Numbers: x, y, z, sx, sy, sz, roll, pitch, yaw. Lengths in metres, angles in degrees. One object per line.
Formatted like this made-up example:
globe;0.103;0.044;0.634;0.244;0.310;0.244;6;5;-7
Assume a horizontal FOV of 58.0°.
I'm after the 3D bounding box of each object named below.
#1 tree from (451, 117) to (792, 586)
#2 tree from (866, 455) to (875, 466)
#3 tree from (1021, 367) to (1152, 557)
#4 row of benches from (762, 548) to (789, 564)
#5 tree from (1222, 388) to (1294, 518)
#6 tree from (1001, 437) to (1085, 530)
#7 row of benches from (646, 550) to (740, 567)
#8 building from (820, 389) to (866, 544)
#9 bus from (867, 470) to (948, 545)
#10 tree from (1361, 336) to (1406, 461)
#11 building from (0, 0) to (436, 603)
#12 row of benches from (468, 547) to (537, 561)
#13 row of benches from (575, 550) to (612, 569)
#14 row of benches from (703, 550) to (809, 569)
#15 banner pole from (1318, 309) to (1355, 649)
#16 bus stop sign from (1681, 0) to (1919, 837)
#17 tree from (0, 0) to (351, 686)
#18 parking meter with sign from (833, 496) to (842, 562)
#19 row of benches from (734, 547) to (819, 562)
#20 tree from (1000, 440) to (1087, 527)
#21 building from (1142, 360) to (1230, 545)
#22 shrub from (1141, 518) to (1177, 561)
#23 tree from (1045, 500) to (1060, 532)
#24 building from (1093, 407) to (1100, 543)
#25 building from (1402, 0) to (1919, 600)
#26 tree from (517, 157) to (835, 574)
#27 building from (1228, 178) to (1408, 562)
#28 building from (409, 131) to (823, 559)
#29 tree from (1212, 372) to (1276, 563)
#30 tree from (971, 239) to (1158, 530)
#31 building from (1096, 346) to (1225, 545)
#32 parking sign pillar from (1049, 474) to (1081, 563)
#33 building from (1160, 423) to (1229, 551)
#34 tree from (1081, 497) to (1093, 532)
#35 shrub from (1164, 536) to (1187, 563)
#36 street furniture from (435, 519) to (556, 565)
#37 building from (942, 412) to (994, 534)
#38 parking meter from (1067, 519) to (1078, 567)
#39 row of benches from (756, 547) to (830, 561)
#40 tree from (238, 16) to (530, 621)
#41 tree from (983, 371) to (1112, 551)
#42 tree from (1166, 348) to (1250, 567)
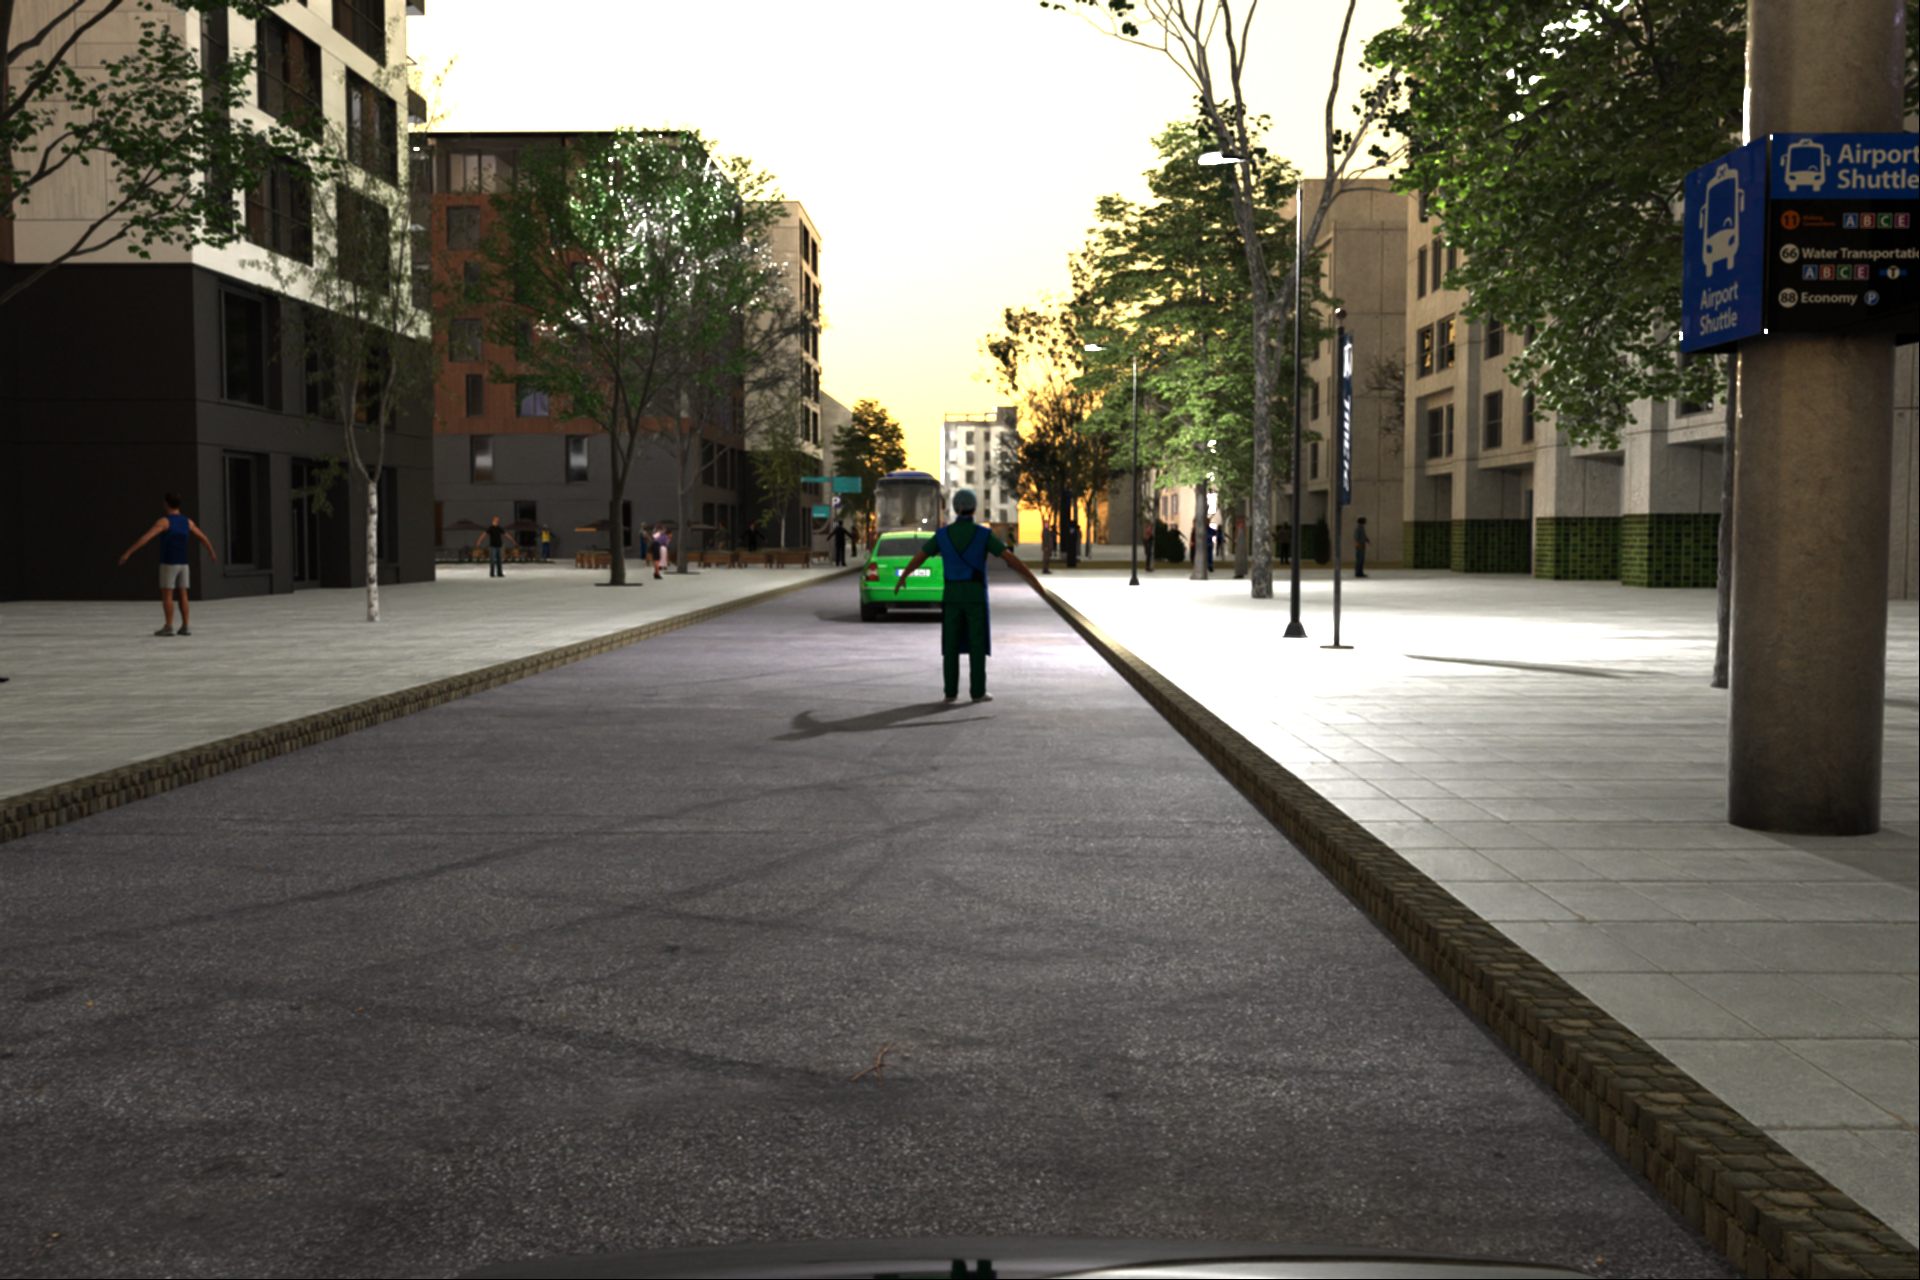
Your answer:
tree;-8.343;-7.156;42.759;9.928;11.665;9.643;0;3;0
tree;-18.181;-24.531;256.964;12.611;20.169;13.585;0;3;0
tree;7.054;-9.981;97.607;8.767;10.594;7.601;2;4;27
row of benches;-8.095;-3.689;75.775;1.422;0.672;4.104;-1;4;-16
tree;13.741;-8.064;82.204;4.360;8.622;3.978;0;3;0
tree;7.805;-13.366;152.951;8.767;10.594;7.601;0;4;-6
row of benches;-10.682;-3.257;68.709;4.104;0.672;1.422;2;4;23
building;-22.494;-24.496;231.436;19.493;23.208;18.063;0;4;1
bus;-1.900;-4.813;70.246;2.896;3.916;12.251;0;4;1
tree;22.084;-9.925;72.638;12.009;13.543;11.850;0;3;0
building;-28.482;-11.412;30.563;27.936;21.610;32.646;0;4;1
row of benches;-21.697;-4.058;81.807;4.104;0.672;1.422;2;4;32
row of benches;-13.658;-3.003;64.564;1.422;0.672;4.104;-1;4;-22
row of benches;-7.730;-3.025;64.921;4.104;0.672;1.422;1;4;11
banner pole;4.226;-1.779;19.104;0.401;3.779;0.863;0;4;1
bus stop sign;3.716;-1.133;7.535;0.837;3.901;0.837;0;4;0
tree;-8.606;-5.414;14.274;9.928;11.665;9.643;0;3;0
parking meter with sign;-5.702;-5.153;80.516;0.543;3.016;1.738;0;4;1
row of benches;-8.581;-3.968;80.341;4.104;0.672;1.422;0;4;-5
tree;7.959;-13.969;162.811;8.767;10.594;7.601;0;4;3
building;25.732;-20.717;195.141;16.016;20.090;11.380;0;4;0
shrub;9.370;-4.712;81.453;1.690;2.028;1.600;0;3;0
tree;15.330;-18.869;258.875;4.360;8.622;3.978;0;3;0
building;27.391;-22.462;233.715;16.747;18.905;31.486;0;4;1
building;24.803;-11.153;48.817;16.747;18.905;31.486;0;4;1
tree;-8.815;-8.874;55.462;12.009;13.543;11.850;0;3;0
building;25.480;-13.966;94.802;16.747;18.905;31.486;0;4;0
building;-23.827;-15.939;104.584;27.936;21.610;32.646;0;4;1
tree;11.536;-7.760;77.242;4.360;8.622;3.978;0;3;0
tree;7.113;-15.798;114.184;12.611;20.169;13.585;0;3;0
building;26.438;-23.103;208.666;19.493;23.208;18.063;0;4;0
parking sign pillar;4.725;-5.475;77.994;1.447;3.967;1.447;0;4;0
building;20.701;-11.382;128.240;9.099;9.664;28.070;0;4;0
tree;20.003;-18.695;256.028;4.737;8.622;4.395;0;3;0
shrub;9.460;-3.963;75.909;1.383;1.207;1.383;0;3;0
street furniture;-30.207;-3.918;69.094;27.439;1.986;14.083;-1;4;-13
building;-2.255;-24.459;258.785;11.380;20.090;16.016;-1;4;-9
parking meter;4.349;-3.752;67.058;0.399;1.863;0.255;0;4;-1
row of benches;-8.090;-4.105;82.580;4.104;0.672;1.422;-1;4;-23
tree;-8.742;-4.571;25.100;4.360;8.622;3.978;0;3;0
tree;7.157;-13.446;130.216;12.009;13.543;11.850;0;3;0
tree;9.507;-7.115;66.689;4.360;8.622;3.978;0;3;0
